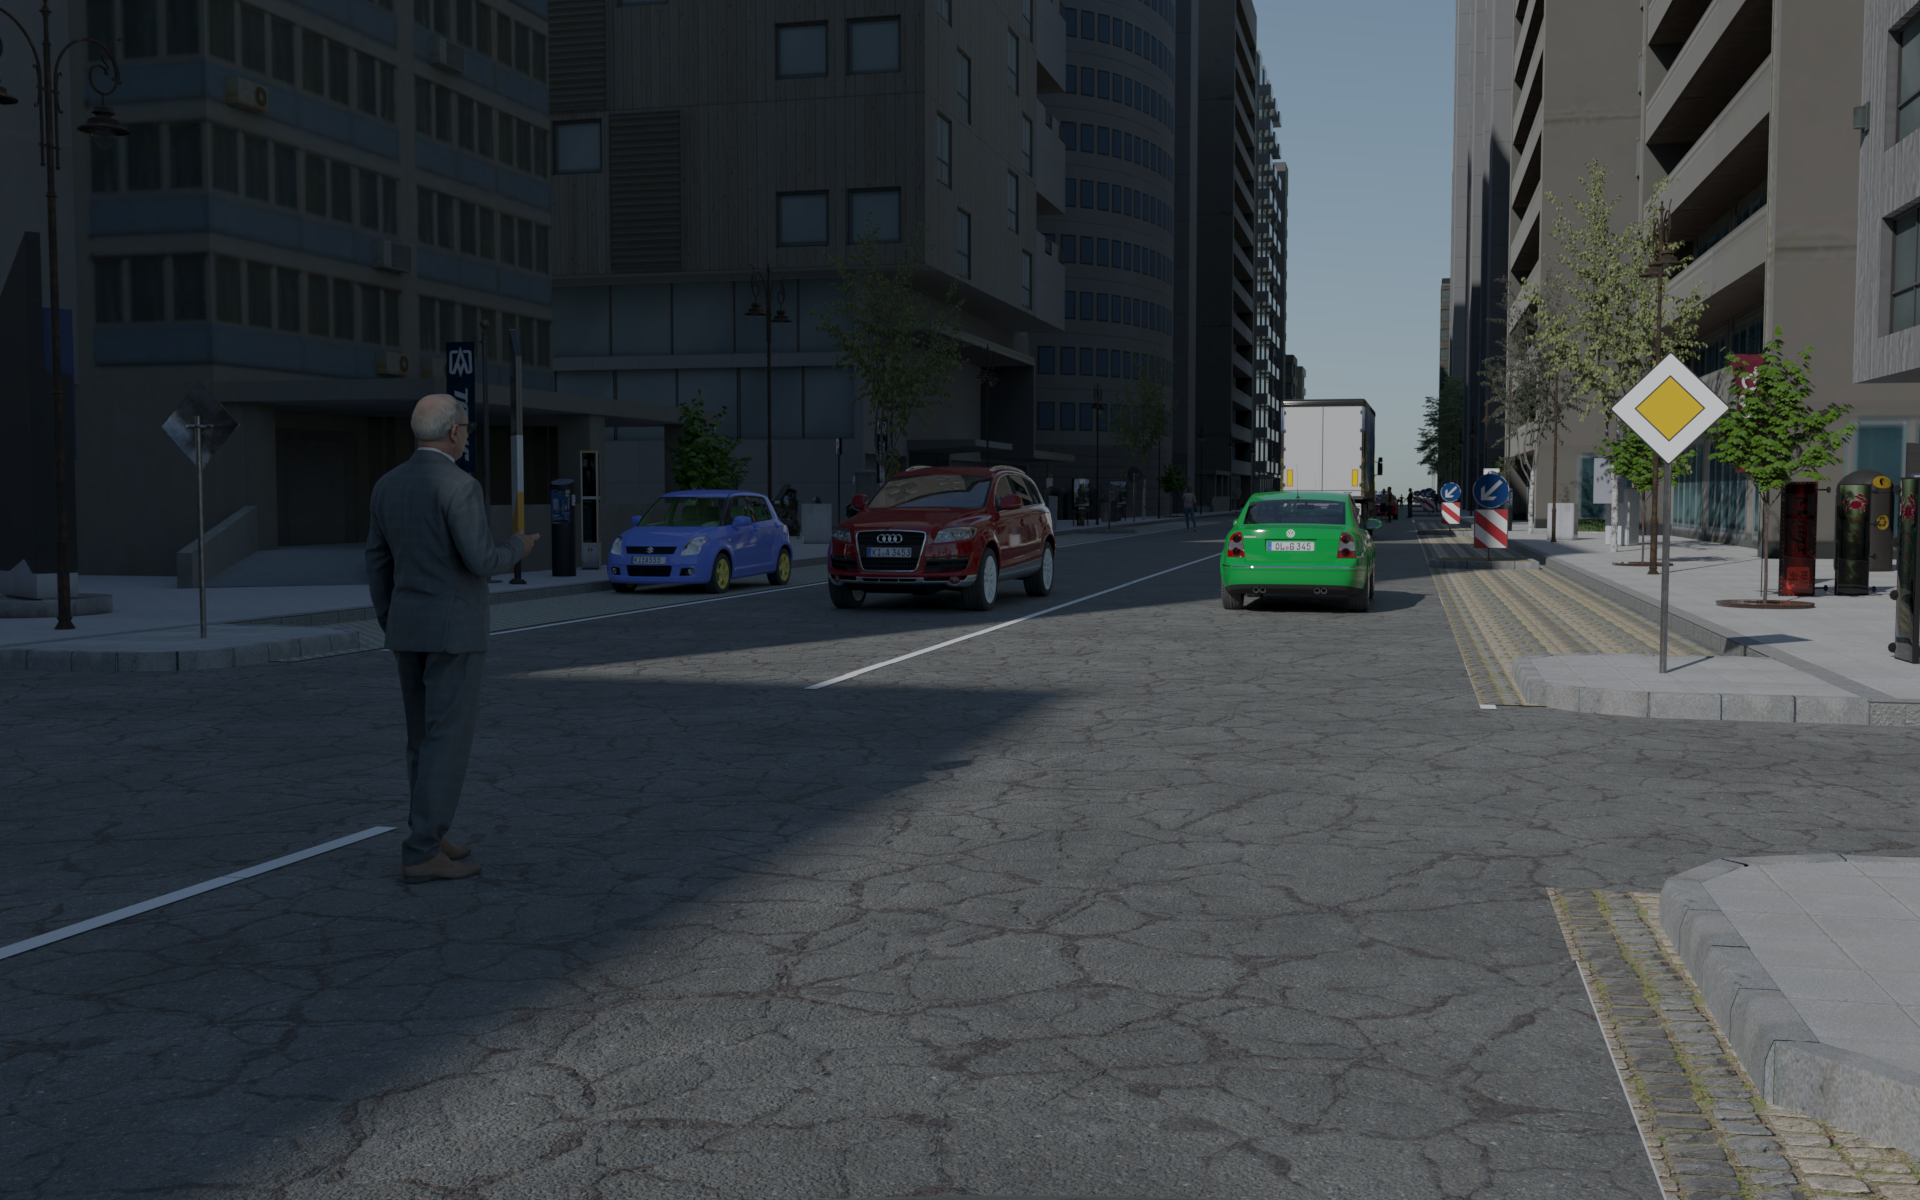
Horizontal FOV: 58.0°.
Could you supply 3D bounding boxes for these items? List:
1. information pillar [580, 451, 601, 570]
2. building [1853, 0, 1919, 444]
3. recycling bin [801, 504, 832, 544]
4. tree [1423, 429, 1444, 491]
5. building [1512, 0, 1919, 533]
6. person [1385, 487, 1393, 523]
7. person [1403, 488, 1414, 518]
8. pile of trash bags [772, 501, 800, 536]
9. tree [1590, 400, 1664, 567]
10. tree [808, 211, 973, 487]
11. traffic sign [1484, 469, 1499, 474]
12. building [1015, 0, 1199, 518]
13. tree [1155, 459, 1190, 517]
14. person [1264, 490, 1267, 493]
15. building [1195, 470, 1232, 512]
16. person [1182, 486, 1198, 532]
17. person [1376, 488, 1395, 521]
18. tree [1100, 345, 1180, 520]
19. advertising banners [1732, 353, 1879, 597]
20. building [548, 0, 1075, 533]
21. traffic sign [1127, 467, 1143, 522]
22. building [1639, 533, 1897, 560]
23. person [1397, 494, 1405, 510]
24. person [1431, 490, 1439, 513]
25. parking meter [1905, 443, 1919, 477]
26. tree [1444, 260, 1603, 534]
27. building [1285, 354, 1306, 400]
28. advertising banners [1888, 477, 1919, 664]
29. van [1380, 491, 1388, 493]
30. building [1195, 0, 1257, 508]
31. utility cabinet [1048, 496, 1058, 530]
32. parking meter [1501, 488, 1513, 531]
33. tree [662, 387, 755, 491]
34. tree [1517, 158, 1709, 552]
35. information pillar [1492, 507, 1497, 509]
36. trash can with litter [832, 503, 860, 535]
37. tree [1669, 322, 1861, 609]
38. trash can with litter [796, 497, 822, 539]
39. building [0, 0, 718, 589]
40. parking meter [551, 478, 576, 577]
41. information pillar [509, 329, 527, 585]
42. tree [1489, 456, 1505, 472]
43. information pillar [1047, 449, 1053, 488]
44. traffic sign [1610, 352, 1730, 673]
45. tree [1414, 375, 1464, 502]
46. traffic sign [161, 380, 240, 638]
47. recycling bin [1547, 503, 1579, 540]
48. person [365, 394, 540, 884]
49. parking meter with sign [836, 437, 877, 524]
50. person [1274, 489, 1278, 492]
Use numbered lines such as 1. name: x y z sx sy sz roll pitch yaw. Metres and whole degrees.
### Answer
1. information pillar: -6.266 -1.523 29.386 0.304 2.012 0.304 0 4 -4
2. building: 17.933 -14.949 16.112 14.107 30.474 14.160 1 4 14
3. recycling bin: -3.727 -1.984 44.992 0.722 1.027 0.722 -1 4 -10
4. tree: 48.289 -13.610 172.880 4.360 8.622 3.978 0 3 0
5. building: 34.368 -27.335 70.629 21.300 48.544 21.600 1 4 14
6. person: 21.588 -4.808 87.208 0.705 1.812 1.348 1 4 11
7. person: 27.170 -5.881 104.666 0.705 1.822 1.348 -1 4 -10
8. pile of trash bags: -6.683 -2.628 52.720 3.447 1.369 1.912 -2 4 -23
9. tree: 12.362 -2.222 30.929 1.663 3.219 1.824 0 3 0
10. tree: -1.838 -5.853 46.066 4.737 8.622 4.395 0 3 0
11. traffic sign: 21.423 -4.142 69.849 0.606 2.300 0.079 2 4 23
12. building: 2.236 -34.401 104.460 21.231 58.520 28.212 1 4 14
13. tree: 12.138 -6.315 97.846 1.663 3.219 1.824 0 3 0
14. person: 22.708 -7.284 128.531 0.756 1.711 0.436 -2 4 -27
15. building: 3.961 -26.886 131.467 32.217 40.220 23.993 1 4 14
16. person: 8.825 -3.496 66.246 0.593 1.750 0.643 0 4 -2
17. person: 22.431 -5.044 91.762 1.217 1.735 0.721 2 4 26
18. tree: 9.112 -8.317 86.339 4.737 8.622 4.395 0 3 0
19. advertising banners: 10.541 -1.559 21.675 2.074 3.025 0.090 -1 4 -8
20. building: -10.892 -29.417 70.213 28.713 52.752 27.495 1 4 14
21. traffic sign: 8.058 -4.891 80.077 0.768 2.556 0.104 2 4 24
22. building: 28.930 -25.491 40.472 21.300 48.544 21.600 1 4 14
23. person: 40.028 -8.887 157.054 1.065 1.426 0.557 0 4 -1
24. person: 35.807 -7.414 130.638 0.541 1.710 0.530 2 4 33
25. parking meter: 10.905 -0.847 19.559 0.255 1.863 0.399 -3 4 -38
26. tree: 18.500 -6.441 55.679 4.360 8.622 3.978 0 3 0
27. building: 31.383 -23.655 231.797 27.650 21.520 28.899 1 4 14
28. advertising banners: 7.108 -0.996 12.478 0.090 3.025 2.074 1 4 12
29. van: 52.303 -12.584 212.757 2.013 2.044 4.112 1 4 14
30. building: 14.325 -32.348 152.590 21.300 48.544 21.600 1 4 14
31. utility cabinet: 3.310 -3.082 61.558 0.306 1.237 1.020 0 4 5
32. parking meter: 18.955 -3.157 60.027 0.372 1.533 0.369 0 3 0
33. tree: -4.765 -2.249 31.375 1.663 3.219 1.824 0 3 0
34. tree: 14.361 -5.351 37.848 4.737 8.622 4.395 0 3 0
35. information pillar: 25.214 -4.733 81.879 0.304 2.012 0.304 0 4 6
36. trash can with litter: -3.344 -2.473 51.820 1.055 1.170 0.624 2 4 27
37. tree: 9.293 -1.528 19.591 1.663 3.219 1.824 0 3 0
38. trash can with litter: -4.224 -2.354 49.552 1.678 1.210 2.233 0 4 1
39. building: -22.040 -20.918 33.896 32.217 40.220 23.993 1 4 14
40. parking meter: -6.178 -1.136 26.987 0.372 1.533 0.369 0 3 0
41. information pillar: -6.278 -2.030 24.541 0.183 3.616 0.504 -2 4 -24
42. tree: 27.491 -5.734 88.359 1.663 3.219 1.824 0 3 0
43. information pillar: 4.654 -6.019 89.759 0.183 3.616 0.504 2 4 34
44. traffic sign: 5.031 -0.532 12.340 0.795 2.450 0.064 1 4 14
45. tree: 47.438 -15.146 165.769 7.486 12.596 7.792 0 3 0
46. traffic sign: -6.731 -0.716 15.355 0.795 2.450 0.064 1 4 14
47. recycling bin: 16.901 -2.202 48.563 0.722 1.027 0.722 2 4 29
48. person: -1.914 0.129 6.571 0.661 1.801 0.590 2 4 33
49. parking meter with sign: -2.933 -3.503 53.541 1.738 3.016 0.543 -1 4 -16
50. person: 16.234 -4.861 88.902 0.541 1.710 0.530 -1 4 -21
